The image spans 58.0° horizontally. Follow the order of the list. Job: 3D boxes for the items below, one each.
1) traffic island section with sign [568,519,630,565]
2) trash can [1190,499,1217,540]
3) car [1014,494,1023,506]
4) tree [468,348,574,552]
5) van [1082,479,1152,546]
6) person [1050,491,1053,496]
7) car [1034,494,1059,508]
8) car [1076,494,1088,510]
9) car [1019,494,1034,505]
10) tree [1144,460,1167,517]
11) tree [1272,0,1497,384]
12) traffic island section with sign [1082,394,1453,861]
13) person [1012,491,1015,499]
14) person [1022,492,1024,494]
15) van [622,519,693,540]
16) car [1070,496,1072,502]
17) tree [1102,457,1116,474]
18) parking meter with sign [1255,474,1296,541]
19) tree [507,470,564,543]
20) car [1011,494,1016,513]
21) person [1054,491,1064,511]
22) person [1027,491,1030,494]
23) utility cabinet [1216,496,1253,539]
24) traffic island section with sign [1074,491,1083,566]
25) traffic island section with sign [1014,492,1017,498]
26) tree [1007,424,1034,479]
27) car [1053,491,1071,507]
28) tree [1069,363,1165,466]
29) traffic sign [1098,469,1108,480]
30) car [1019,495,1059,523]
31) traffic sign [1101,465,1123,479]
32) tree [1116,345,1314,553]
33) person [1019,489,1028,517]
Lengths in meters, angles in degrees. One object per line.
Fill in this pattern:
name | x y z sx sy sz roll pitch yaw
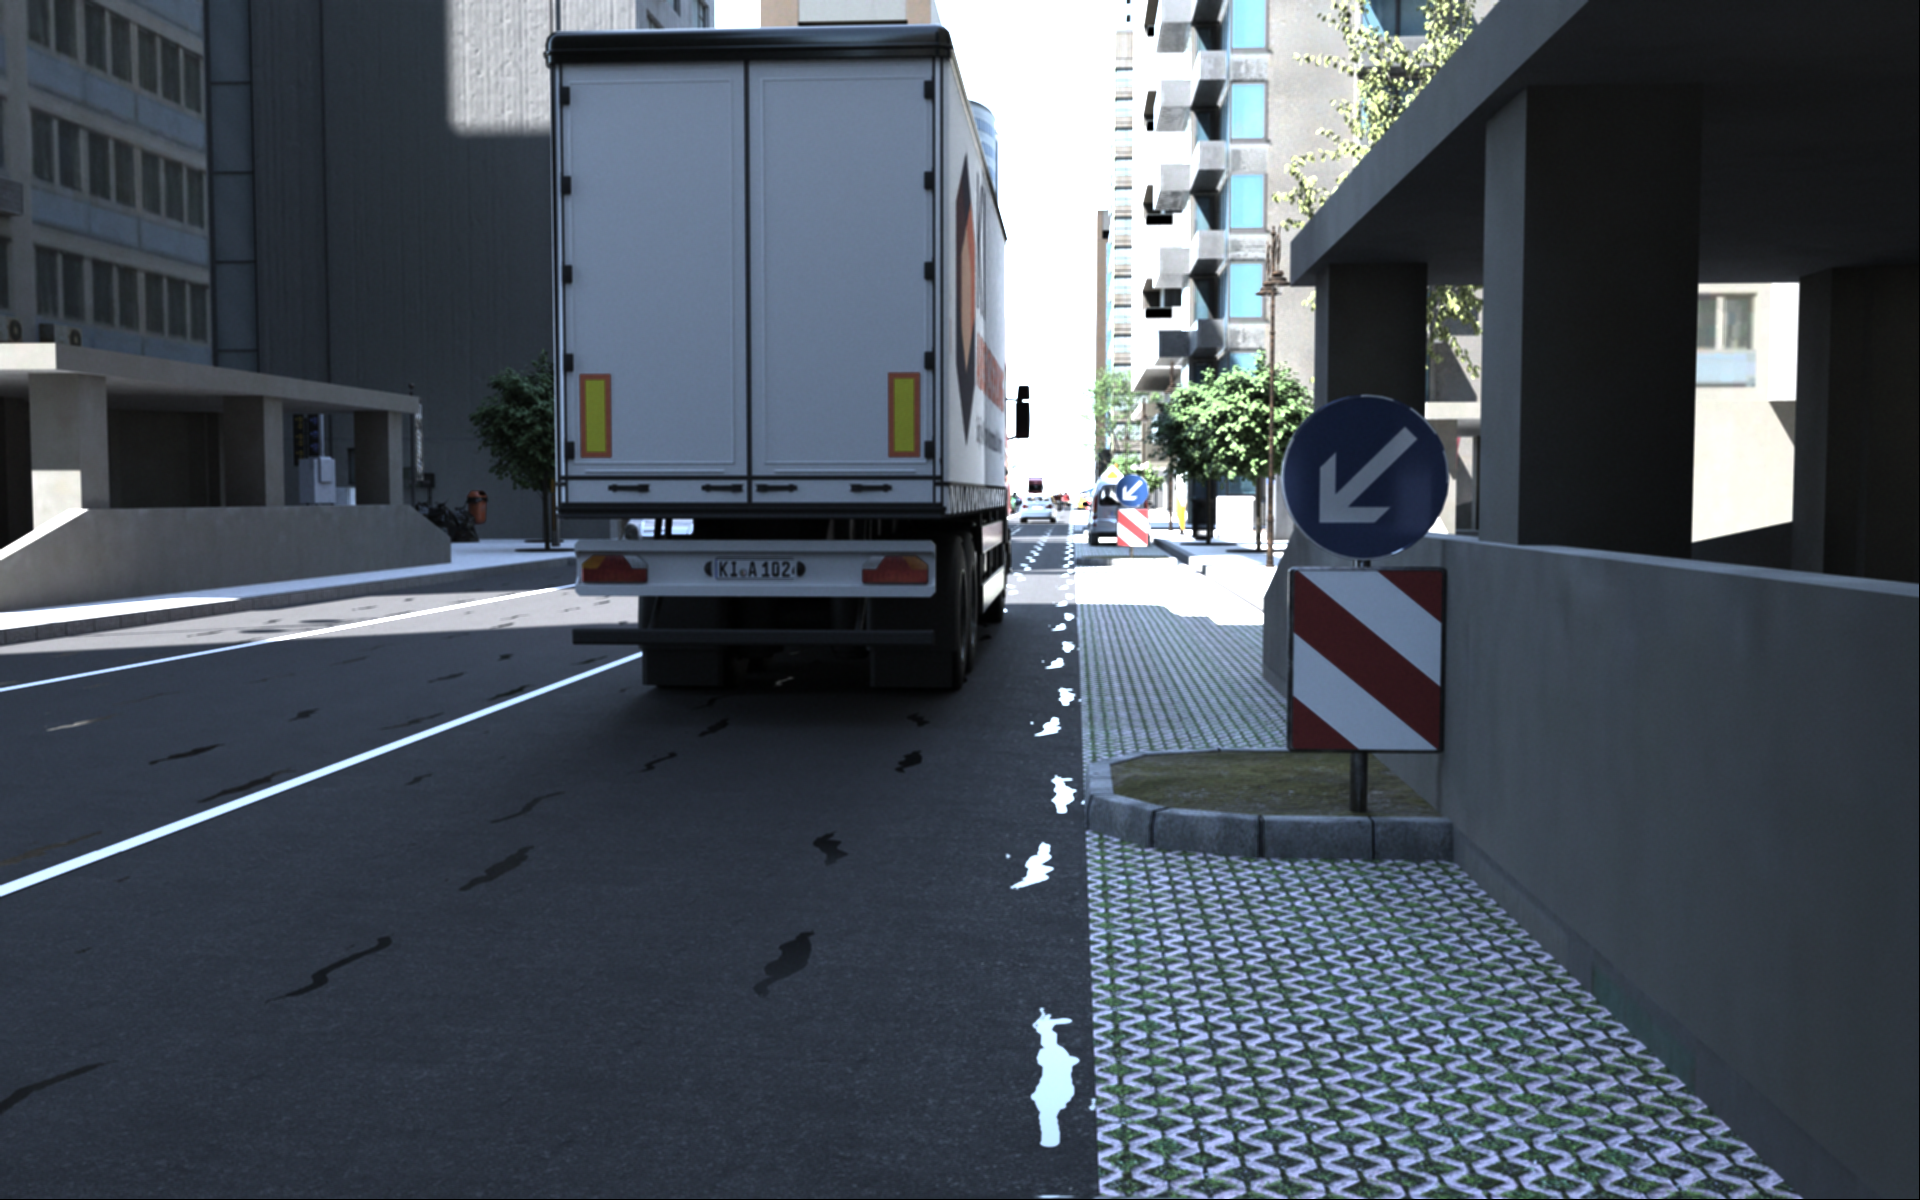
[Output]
traffic island section with sign | -6.849 -1.658 35.734 1.989 1.847 2.006 0 4 4
trash can | 6.781 -2.241 48.301 0.748 1.137 0.748 0 3 0
car | 7.369 -11.814 205.152 2.014 1.417 4.499 0 4 4
tree | -9.372 -3.389 39.123 4.285 4.588 4.351 0 3 0
van | 4.467 -2.570 49.027 2.013 2.044 4.112 0 4 3
person | 9.299 -10.334 178.249 0.721 1.735 1.217 -1 4 -16
car | 5.160 -5.971 107.843 2.015 1.641 3.980 0 4 3
car | 11.342 -8.818 154.401 2.015 1.641 3.980 0 4 3
car | 7.836 -11.501 197.085 2.155 1.783 4.494 0 4 3
tree | 10.607 -6.303 97.658 1.663 3.219 1.824 0 3 0
tree | 5.945 -4.425 22.719 4.737 8.622 4.395 0 3 0
traffic island section with sign | 1.557 0.058 7.684 1.989 1.847 2.006 0 4 4
person | 6.393 -12.269 209.104 0.705 1.824 1.348 -2 4 -26
person | 8.358 -13.391 228.155 1.217 1.736 0.721 3 4 36
van | -4.670 -1.421 30.247 2.013 2.044 4.112 0 4 5
car | 18.079 -17.585 296.561 2.155 1.783 4.494 0 4 3
tree | 6.230 -3.675 43.800 4.285 4.588 4.351 0 3 0
parking meter with sign | 8.802 -3.131 47.457 1.738 3.016 0.543 -2 4 -27
tree | -11.154 -3.163 46.321 1.663 3.219 1.824 0 3 0
car | 3.216 -7.393 129.676 1.959 1.807 4.718 0 4 4
person | 8.387 -8.376 146.271 0.721 1.723 1.217 -3 5 -41
person | 9.560 -14.337 242.535 1.348 1.869 0.705 2 4 26
utility cabinet | 7.923 -2.373 49.961 1.020 1.237 0.306 0 4 -1
traffic island section with sign | 3.331 -1.606 34.886 1.989 1.847 2.006 0 4 4
traffic island section with sign | 8.979 -16.477 278.025 1.989 1.847 2.006 0 4 4
tree | 7.723 -23.896 301.061 12.009 13.543 11.850 0 3 0
car | 11.516 -11.531 197.203 2.281 1.827 5.304 0 4 4
tree | 12.364 -12.861 136.026 9.928 11.665 9.643 0 3 0
traffic sign | 5.813 -3.945 68.141 0.795 2.450 0.064 0 4 4
car | 3.942 -4.587 87.000 2.014 1.417 4.499 0 4 5
traffic sign | 5.292 -3.458 60.173 0.795 2.450 0.064 0 4 4
tree | 6.579 -3.345 38.398 4.285 4.588 4.351 0 3 0
person | 3.800 -5.607 100.927 0.760 1.731 0.466 1 4 14
